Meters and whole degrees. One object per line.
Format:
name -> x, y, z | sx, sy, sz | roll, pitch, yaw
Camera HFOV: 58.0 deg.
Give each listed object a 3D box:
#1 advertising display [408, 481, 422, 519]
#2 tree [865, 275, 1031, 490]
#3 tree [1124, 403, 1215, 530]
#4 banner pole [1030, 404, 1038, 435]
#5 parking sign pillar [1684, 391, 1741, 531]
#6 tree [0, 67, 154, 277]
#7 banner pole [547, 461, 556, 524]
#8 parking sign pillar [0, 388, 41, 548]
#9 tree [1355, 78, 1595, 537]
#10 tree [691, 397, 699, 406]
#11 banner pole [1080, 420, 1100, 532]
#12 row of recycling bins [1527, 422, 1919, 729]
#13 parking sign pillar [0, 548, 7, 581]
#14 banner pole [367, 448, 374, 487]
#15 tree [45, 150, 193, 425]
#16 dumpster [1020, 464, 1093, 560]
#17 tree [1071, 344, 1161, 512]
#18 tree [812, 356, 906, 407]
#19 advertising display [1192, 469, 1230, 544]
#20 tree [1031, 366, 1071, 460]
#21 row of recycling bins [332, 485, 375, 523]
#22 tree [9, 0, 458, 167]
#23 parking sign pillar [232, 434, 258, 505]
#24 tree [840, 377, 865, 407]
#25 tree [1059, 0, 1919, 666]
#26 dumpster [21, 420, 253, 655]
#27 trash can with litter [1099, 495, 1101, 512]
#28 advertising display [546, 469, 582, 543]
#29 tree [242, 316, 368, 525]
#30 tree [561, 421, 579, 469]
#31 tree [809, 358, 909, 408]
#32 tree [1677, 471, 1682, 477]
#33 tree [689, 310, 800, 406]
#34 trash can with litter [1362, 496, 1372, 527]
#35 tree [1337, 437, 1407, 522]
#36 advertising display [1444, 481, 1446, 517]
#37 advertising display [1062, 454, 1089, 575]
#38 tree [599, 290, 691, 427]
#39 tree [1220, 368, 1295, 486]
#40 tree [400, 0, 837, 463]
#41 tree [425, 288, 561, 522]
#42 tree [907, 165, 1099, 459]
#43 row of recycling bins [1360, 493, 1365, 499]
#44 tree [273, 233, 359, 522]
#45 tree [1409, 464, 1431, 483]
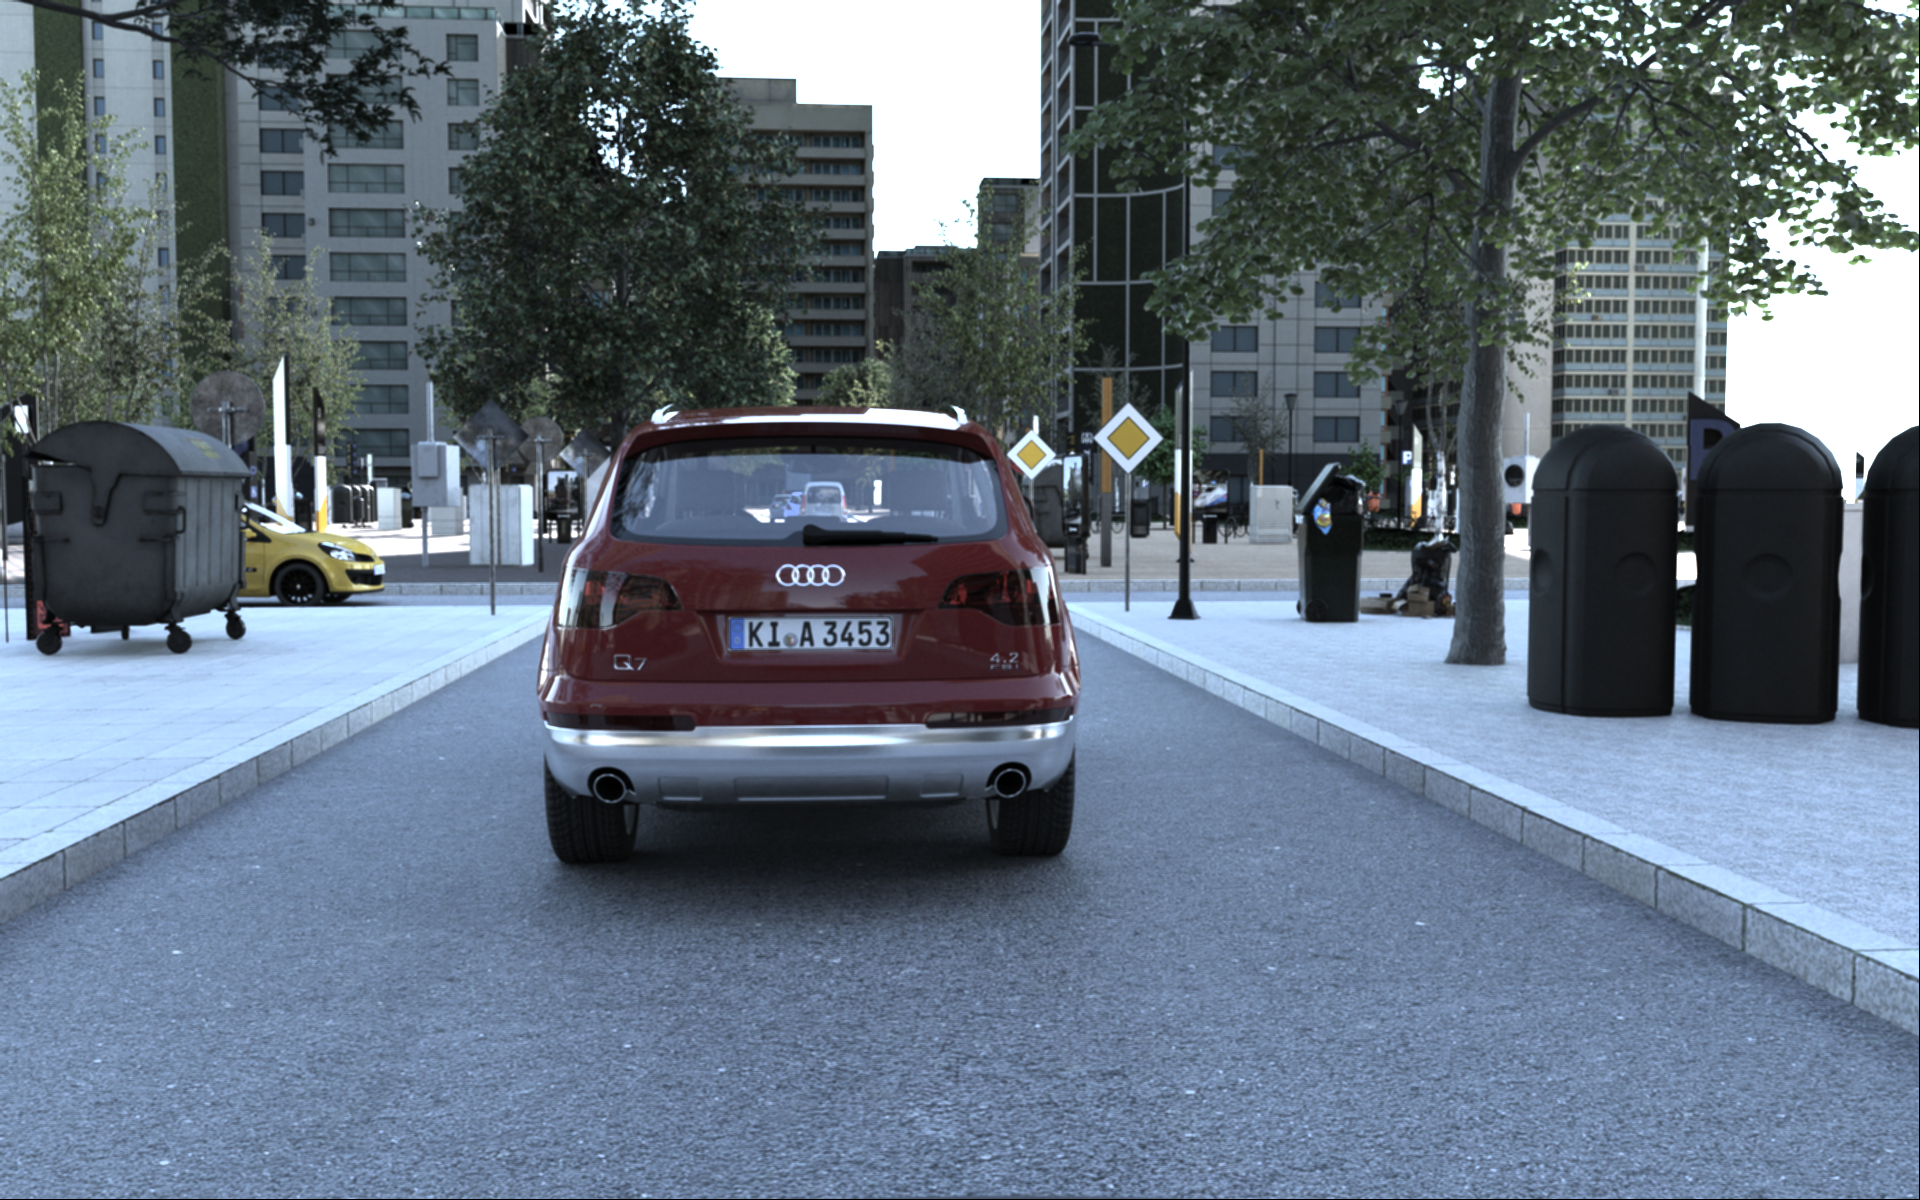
advertising display -> -27.671, -5.084, 88.333 | 0.123, 1.923, 0.974 | 3, 5, 41
tree -> -0.354, -6.627, 58.713 | 4.360, 8.622, 3.978 | 0, 3, 0
tree -> 7.493, -4.819, 62.502 | 4.285, 4.588, 4.351 | 0, 3, 0
banner pole -> 2.077, -3.572, 48.427 | 0.401, 3.779, 0.863 | 1, 4, 19
parking sign pillar -> 19.552, -3.454, 44.952 | 1.447, 3.967, 1.447 | 1, 4, 18
tree -> -15.890, -4.844, 29.568 | 4.737, 8.622, 4.395 | 0, 3, 0
banner pole -> -17.593, -5.122, 73.754 | 0.401, 3.779, 0.863 | 2, 4, 28
parking sign pillar -> -24.025, -3.388, 43.869 | 1.447, 3.967, 1.447 | -1, 4, -20
tree -> 8.718, -4.897, 30.424 | 4.360, 8.622, 3.978 | 0, 3, 0
tree -> -11.861, -8.508, 73.515 | 7.601, 10.594, 8.767 | -1, 4, -9
banner pole -> 4.481, -4.217, 58.965 | 0.863, 3.779, 0.401 | 1, 4, 14
row of recycling bins -> 5.124, -0.171, 9.908 | 3.534, 1.692, 1.069 | 1, 4, 15
parking sign pillar -> -14.814, -2.253, 25.308 | 1.447, 3.967, 1.447 | -1, 4, -20
banner pole -> -32.091, -6.388, 94.455 | 0.863, 3.779, 0.401 | 3, 5, 42
tree -> -18.311, -5.365, 38.088 | 4.360, 8.622, 3.978 | 0, 3, 0
dumpster -> 1.931, -1.757, 34.480 | 1.264, 1.857, 1.865 | 0, 4, -5
tree -> 7.724, -8.204, 84.494 | 4.360, 8.622, 3.978 | 0, 3, 0
tree -> -7.532, -12.495, 130.050 | 9.928, 11.665, 9.643 | 0, 3, 0
advertising display -> 6.486, -2.427, 44.889 | 0.974, 1.923, 0.123 | 1, 4, 18
tree -> 4.538, -9.173, 100.340 | 4.360, 8.622, 3.978 | 0, 3, 0
row of recycling bins -> -27.073, -4.301, 77.427 | 1.069, 1.692, 3.534 | 0, 4, 1
tree -> -6.123, -4.545, 8.731 | 7.601, 10.594, 8.767 | 0, 4, 4
parking sign pillar -> -21.748, -3.876, 51.850 | 1.447, 3.967, 1.447 | 1, 4, 10
tree -> -3.232, -7.885, 79.282 | 4.360, 8.622, 3.978 | 0, 3, 0
tree -> 4.330, -5.800, 12.954 | 7.486, 12.596, 7.792 | 0, 3, 0
dumpster -> -6.845, -0.535, 14.514 | 1.264, 1.857, 1.865 | 0, 4, -5
trash can with litter -> 7.145, -4.773, 89.103 | 1.678, 1.210, 2.233 | 0, 4, -1
advertising display -> -10.324, -2.442, 45.141 | 0.974, 1.923, 0.123 | 1, 4, 18
tree -> -26.084, -7.360, 70.699 | 4.737, 8.622, 4.395 | 0, 3, 0
tree -> -18.976, -7.953, 80.398 | 4.737, 8.622, 4.395 | 0, 3, 0
tree -> -6.263, -11.257, 118.465 | 8.767, 10.594, 7.601 | -2, 4, -28
tree -> 28.772, -4.436, 67.125 | 1.663, 3.219, 1.824 | 0, 3, 0
tree -> -13.564, -11.596, 107.729 | 7.486, 12.596, 7.792 | 0, 3, 0
trash can with litter -> 13.824, -3.086, 61.507 | 2.233, 1.210, 1.678 | 1, 4, 20
tree -> 13.739, -3.908, 58.500 | 1.663, 3.219, 1.824 | 0, 3, 0
advertising display -> 23.756, -4.906, 85.421 | 0.123, 1.923, 0.974 | 2, 4, 32
advertising display -> 1.862, -1.392, 27.971 | 0.123, 1.923, 0.974 | -1, 4, -16
tree -> -10.377, -6.503, 56.685 | 4.360, 8.622, 3.978 | 0, 3, 0
tree -> 17.414, -9.265, 101.843 | 4.360, 8.622, 3.978 | 0, 3, 0
tree -> -7.565, -7.417, 38.283 | 9.611, 12.733, 9.660 | 0, 3, 0
tree -> -16.359, -6.660, 59.254 | 4.737, 8.622, 4.395 | 0, 3, 0
tree -> 0.928, -5.475, 39.877 | 4.737, 8.622, 4.395 | 0, 3, 0
row of recycling bins -> 22.010, -5.496, 96.980 | 1.069, 1.692, 3.534 | 0, 4, -1
tree -> -18.542, -5.959, 47.787 | 4.360, 8.622, 3.978 | 0, 3, 0
tree -> 20.843, -5.183, 79.337 | 1.663, 3.219, 1.824 | 0, 3, 0
